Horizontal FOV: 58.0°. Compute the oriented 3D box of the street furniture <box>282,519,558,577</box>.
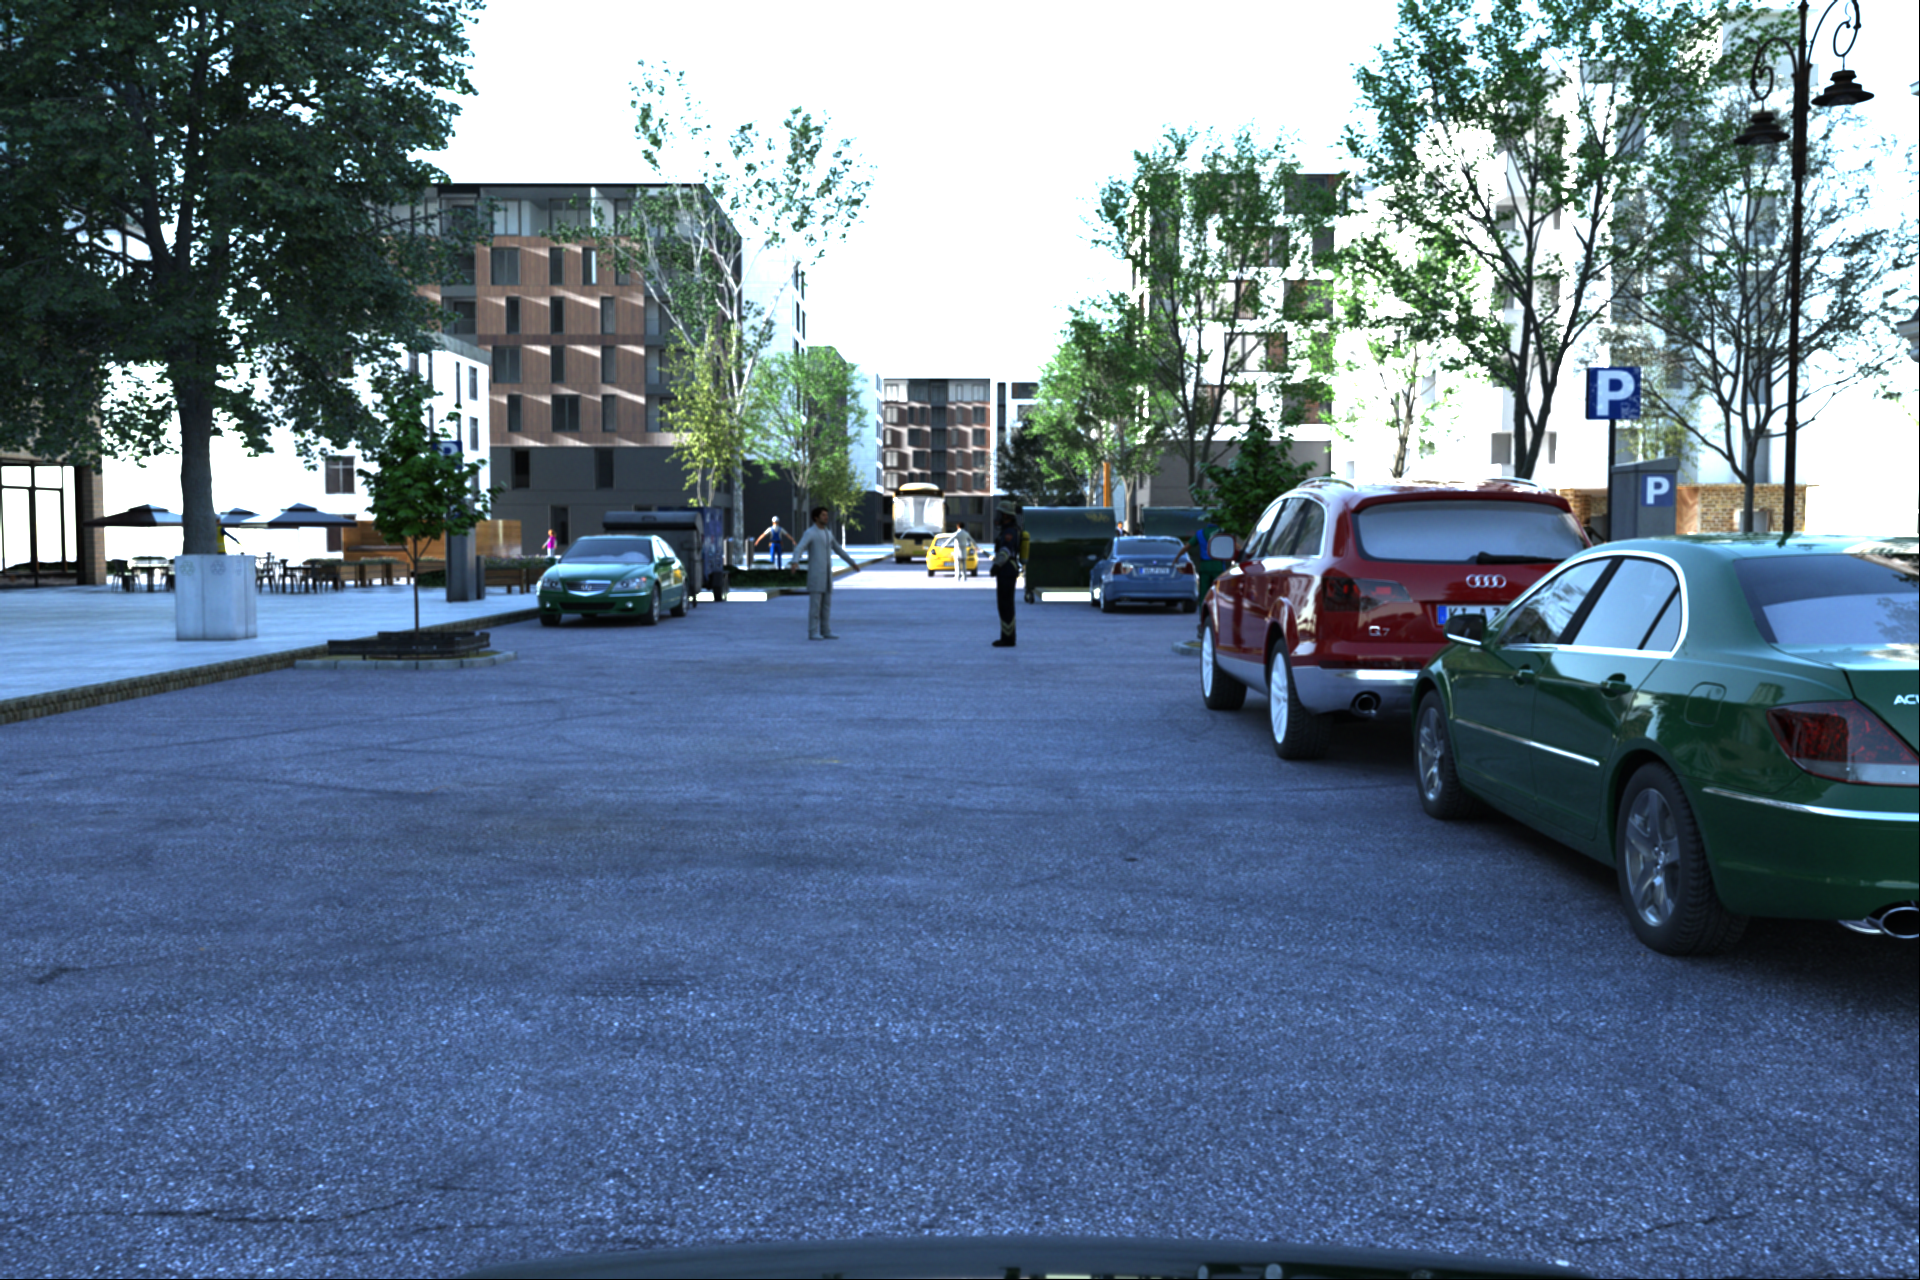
[{"bbox_3d":[-15.178,-2.897,54.225,9.812,1.723,11.010,0,4,4],"label":"street furniture"}]

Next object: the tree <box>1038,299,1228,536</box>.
[{"bbox_3d":[6.735,-8.081,66.540,8.767,10.594,7.601,3,5,44],"label":"tree"}]

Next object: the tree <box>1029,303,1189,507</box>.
[{"bbox_3d":[6.704,-9.317,78.087,9.928,11.665,9.643,0,3,0],"label":"tree"}]

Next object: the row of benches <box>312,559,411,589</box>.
[{"bbox_3d":[-14.562,-1.632,42.144,1.422,0.672,4.104,0,4,7],"label":"row of benches"}]

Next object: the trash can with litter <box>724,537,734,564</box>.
[{"bbox_3d":[-6.428,-2.339,49.296,1.678,1.210,2.233,0,4,0],"label":"trash can with litter"}]

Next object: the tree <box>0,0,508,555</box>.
[{"bbox_3d":[-11.999,-7.339,26.645,9.857,13.997,8.962,0,3,0],"label":"tree"}]

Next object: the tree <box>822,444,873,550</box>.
[{"bbox_3d":[-9.262,-11.558,139.343,4.737,8.622,4.395,0,3,0],"label":"tree"}]

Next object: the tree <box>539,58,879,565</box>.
[{"bbox_3d":[-10.587,-13.165,71.144,12.611,20.169,13.585,0,3,0],"label":"tree"}]

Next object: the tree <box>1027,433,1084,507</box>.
[{"bbox_3d":[6.050,-9.964,113.268,4.360,8.622,3.978,0,3,0],"label":"tree"}]

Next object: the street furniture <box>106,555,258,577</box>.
[{"bbox_3d":[-26.440,-2.459,55.831,5.734,0.657,10.072,0,4,2],"label":"street furniture"}]

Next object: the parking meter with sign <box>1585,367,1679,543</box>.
[{"bbox_3d":[6.819,-1.289,17.331,0.543,3.016,1.738,0,3,0],"label":"parking meter with sign"}]

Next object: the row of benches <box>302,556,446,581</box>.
[{"bbox_3d":[-16.067,-1.969,47.651,4.104,0.672,1.422,-1,4,-16],"label":"row of benches"}]

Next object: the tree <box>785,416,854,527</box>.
[{"bbox_3d":[-8.792,-9.656,108.235,4.737,8.622,4.395,0,3,0],"label":"tree"}]

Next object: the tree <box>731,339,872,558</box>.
[{"bbox_3d":[-8.394,-10.140,91.545,9.928,11.665,9.643,0,3,0],"label":"tree"}]

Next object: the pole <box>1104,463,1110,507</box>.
[{"bbox_3d":[4.220,-3.416,49.697,0.158,3.312,0.155,0,3,0],"label":"pole"}]

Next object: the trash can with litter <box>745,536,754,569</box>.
[{"bbox_3d":[-6.297,-2.579,53.227,1.678,1.210,2.233,0,4,2],"label":"trash can with litter"}]

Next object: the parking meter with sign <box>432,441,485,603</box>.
[{"bbox_3d":[-9.548,-2.258,33.186,0.543,3.016,1.738,0,3,0],"label":"parking meter with sign"}]

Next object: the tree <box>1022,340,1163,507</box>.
[{"bbox_3d":[6.649,-9.896,87.550,9.928,11.665,9.643,0,3,0],"label":"tree"}]

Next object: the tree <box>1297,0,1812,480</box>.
[{"bbox_3d":[9.904,-6.364,29.807,9.928,11.665,9.643,0,3,0],"label":"tree"}]

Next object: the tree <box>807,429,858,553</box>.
[{"bbox_3d":[-8.910,-10.343,119.478,4.737,8.622,4.395,0,3,0],"label":"tree"}]

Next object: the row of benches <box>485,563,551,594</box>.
[{"bbox_3d":[-8.969,-1.374,37.934,4.104,0.672,1.422,-3,5,-43],"label":"row of benches"}]

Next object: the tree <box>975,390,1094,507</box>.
[{"bbox_3d":[6.547,-14.299,144.156,12.009,13.543,11.850,0,3,0],"label":"tree"}]

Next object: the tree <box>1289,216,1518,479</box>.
[{"bbox_3d":[14.217,-7.968,56.036,9.928,11.665,9.643,0,3,0],"label":"tree"}]

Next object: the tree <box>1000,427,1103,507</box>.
[{"bbox_3d":[6.909,-12.127,132.681,8.767,10.594,7.601,1,4,13],"label":"tree"}]

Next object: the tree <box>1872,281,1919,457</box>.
[{"bbox_3d":[28.417,-6.155,51.004,4.360,8.622,3.978,0,3,0],"label":"tree"}]

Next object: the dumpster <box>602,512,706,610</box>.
[{"bbox_3d":[-5.877,-1.530,33.229,1.865,1.857,1.264,0,4,0],"label":"dumpster"}]

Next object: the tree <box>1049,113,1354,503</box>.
[{"bbox_3d":[6.026,-7.214,43.696,9.928,11.665,9.643,0,3,0],"label":"tree"}]

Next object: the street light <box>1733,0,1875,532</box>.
[{"bbox_3d":[7.172,-2.575,14.894,0.468,5.910,1.993,0,3,0],"label":"street light"}]

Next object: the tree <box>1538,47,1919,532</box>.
[{"bbox_3d":[20.047,-8.168,43.918,12.009,13.543,11.850,0,3,0],"label":"tree"}]

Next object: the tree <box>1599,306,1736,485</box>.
[{"bbox_3d":[21.685,-6.408,55.126,4.360,8.622,3.978,0,3,0],"label":"tree"}]

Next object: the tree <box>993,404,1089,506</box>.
[{"bbox_3d":[5.920,-11.590,123.910,7.601,10.594,8.767,1,4,15],"label":"tree"}]

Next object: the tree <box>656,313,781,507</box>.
[{"bbox_3d":[-8.459,-6.635,58.847,4.737,8.622,4.395,0,3,0],"label":"tree"}]

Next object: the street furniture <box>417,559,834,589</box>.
[{"bbox_3d":[-7.998,-1.672,42.966,10.072,0.657,5.734,0,4,6],"label":"street furniture"}]
